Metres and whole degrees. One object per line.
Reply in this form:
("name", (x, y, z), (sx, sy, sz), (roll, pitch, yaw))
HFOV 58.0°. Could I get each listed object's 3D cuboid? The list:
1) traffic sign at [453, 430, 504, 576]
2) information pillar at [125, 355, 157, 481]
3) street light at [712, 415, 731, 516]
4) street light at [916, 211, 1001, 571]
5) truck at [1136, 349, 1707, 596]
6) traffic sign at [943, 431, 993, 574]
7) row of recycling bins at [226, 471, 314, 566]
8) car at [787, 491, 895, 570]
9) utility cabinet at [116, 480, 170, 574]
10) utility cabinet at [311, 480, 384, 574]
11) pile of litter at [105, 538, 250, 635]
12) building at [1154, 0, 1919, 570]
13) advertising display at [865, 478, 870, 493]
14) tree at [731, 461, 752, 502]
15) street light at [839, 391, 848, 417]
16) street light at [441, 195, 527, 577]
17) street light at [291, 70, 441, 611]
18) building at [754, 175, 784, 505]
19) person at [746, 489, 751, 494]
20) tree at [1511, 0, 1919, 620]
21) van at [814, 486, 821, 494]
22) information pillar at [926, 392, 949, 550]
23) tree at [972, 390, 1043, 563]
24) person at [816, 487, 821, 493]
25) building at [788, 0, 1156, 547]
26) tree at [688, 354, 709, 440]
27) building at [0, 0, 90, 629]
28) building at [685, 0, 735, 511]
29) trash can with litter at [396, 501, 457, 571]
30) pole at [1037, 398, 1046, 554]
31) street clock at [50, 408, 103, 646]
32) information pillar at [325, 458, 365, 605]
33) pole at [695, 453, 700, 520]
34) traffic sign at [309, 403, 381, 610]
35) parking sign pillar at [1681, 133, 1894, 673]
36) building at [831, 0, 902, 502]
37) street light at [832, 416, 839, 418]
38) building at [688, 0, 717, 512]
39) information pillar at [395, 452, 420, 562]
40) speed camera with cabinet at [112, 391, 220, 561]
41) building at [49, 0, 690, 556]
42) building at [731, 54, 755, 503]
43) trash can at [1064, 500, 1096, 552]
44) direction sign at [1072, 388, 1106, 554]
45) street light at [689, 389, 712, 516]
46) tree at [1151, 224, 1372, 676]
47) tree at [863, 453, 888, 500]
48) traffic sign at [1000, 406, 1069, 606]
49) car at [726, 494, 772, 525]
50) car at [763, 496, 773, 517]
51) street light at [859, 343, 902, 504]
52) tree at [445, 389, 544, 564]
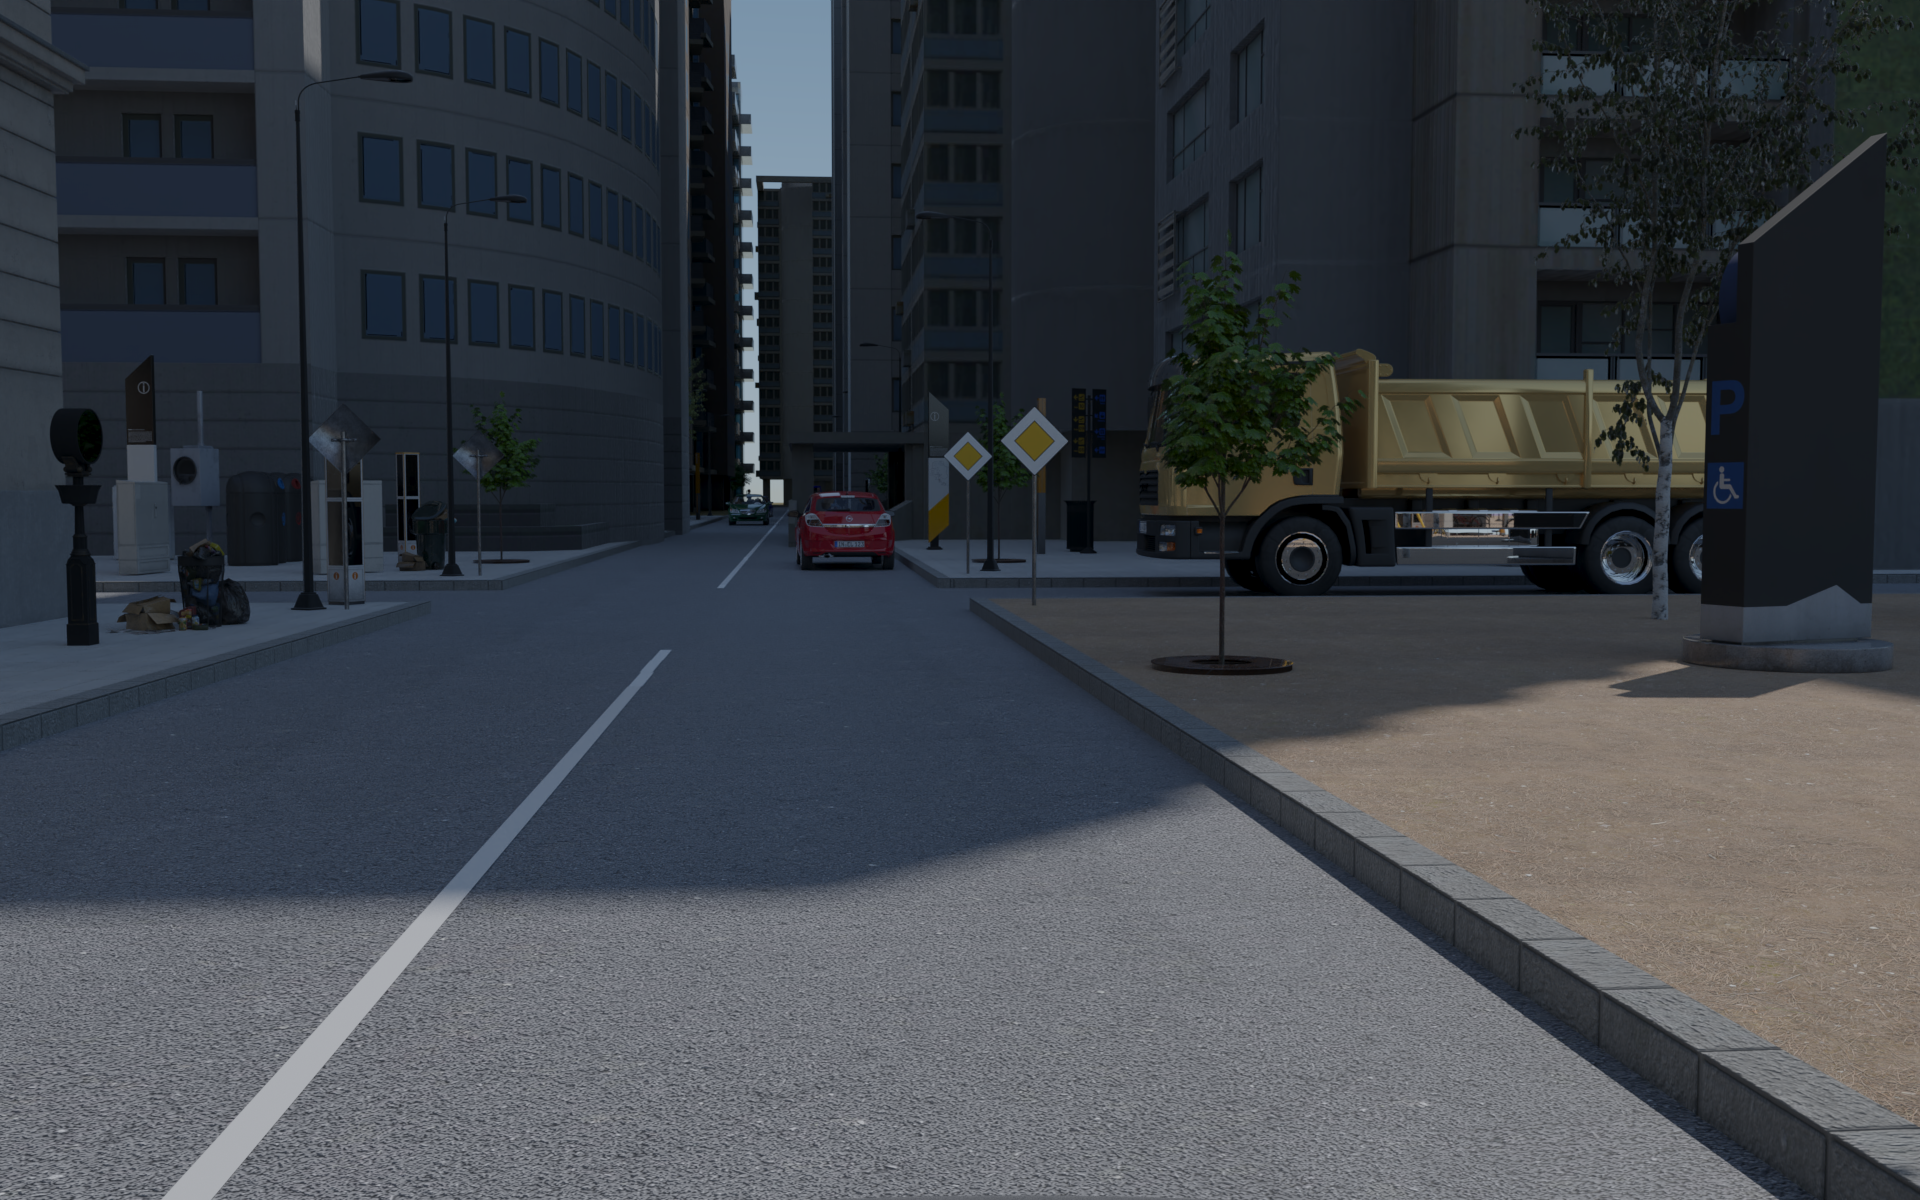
("traffic sign", (-7.539, -1.438, 27.150), (0.795, 2.450, 0.064), (0, 4, -5))
("information pillar", (-13.776, -2.315, 29.202), (0.504, 3.616, 0.183), (0, 4, 4))
("street light", (-14.087, -7.870, 101.208), (1.470, 5.913, 1.316), (0, 4, -5))
("street light", (-0.032, -3.434, 28.681), (1.470, 5.913, 1.316), (0, 4, -5))
("truck", (6.631, -1.752, 24.565), (9.791, 3.379, 3.469), (0, 4, -4))
("traffic sign", (0.126, -1.479, 27.824), (0.795, 2.450, 0.064), (0, 4, -5))
("row of recycling bins", (-12.884, -1.547, 32.412), (1.069, 1.692, 3.534), (0, 4, -6))
("car", (-2.311, -1.537, 34.168), (2.155, 1.783, 4.494), (0, 4, -7))
("utility cabinet", (-13.067, -1.167, 27.752), (0.318, 1.500, 1.173), (0, 4, -1))
("utility cabinet", (-9.900, -1.176, 27.914), (0.318, 1.500, 1.173), (2, 4, 35))
("pile of litter", (-7.554, -0.166, 16.673), (1.176, 0.858, 1.719), (1, 4, 20))
("building", (12.145, -21.473, 34.686), (14.086, 41.232, 14.154), (0, 4, -5))
("advertising display", (-3.635, -3.855, 68.251), (0.123, 1.923, 0.974), (0, 4, 1))
("tree", (-19.972, -10.263, 151.507), (4.285, 4.588, 4.351), (0, 3, 0))
("street light", (-4.578, -6.448, 77.967), (1.470, 5.913, 1.316), (0, 4, -5))
("street light", (-7.414, -3.330, 26.979), (1.470, 5.913, 1.316), (0, 4, -5))
("street light", (-6.691, -2.847, 19.093), (1.470, 5.913, 1.316), (0, 4, -5))
("building", (-11.650, -31.151, 201.196), (23.993, 40.220, 32.217), (0, 4, -5))
("person", (-12.535, -5.774, 103.693), (0.721, 1.735, 1.217), (-1, 4, -14))
("tree", (7.400, -4.111, 17.584), (4.360, 8.622, 3.978), (0, 3, 0))
("van", (-11.510, -7.799, 131.892), (2.240, 2.365, 5.245), (0, 4, -7))
("information pillar", (-0.507, -2.961, 39.770), (0.504, 3.616, 0.183), (-1, 4, -14))
("tree", (0.751, -2.309, 32.360), (1.663, 3.219, 1.824), (0, 3, 0))
("person", (-7.863, -5.340, 95.912), (0.694, 1.812, 0.767), (1, 4, 12))
("building", (10.782, -22.142, 53.911), (32.217, 40.220, 23.993), (0, 4, -5))
("tree", (-12.737, -7.474, 72.555), (4.737, 8.622, 4.395), (0, 3, 0))
("building", (-19.840, -13.639, 10.383), (23.554, 28.519, 14.401), (0, 4, -5))
("building", (-25.110, -29.745, 136.448), (14.600, 45.320, 14.200), (0, 4, -5))
("trash can with litter", (-8.997, -1.086, 29.148), (0.624, 1.170, 1.055), (1, 4, 15))
("pole", (1.730, -2.633, 36.886), (0.158, 3.312, 0.155), (0, 3, 0))
("street clock", (-7.456, -0.618, 14.668), (0.358, 2.002, 0.471), (0, 4, -1))
("information pillar", (-7.131, -0.953, 20.074), (0.304, 2.012, 0.304), (2, 4, 27))
("pole", (-13.005, -5.631, 85.913), (0.158, 3.312, 0.155), (0, 3, 0))
("traffic sign", (-6.816, -0.951, 19.197), (0.795, 2.450, 0.064), (0, 4, -5))
("parking sign pillar", (6.236, -1.499, 12.974), (1.447, 3.967, 1.447), (-1, 4, -22))
("building", (-1.661, -38.071, 164.455), (21.231, 58.520, 28.212), (0, 4, -5))
("street light", (-6.874, -7.955, 102.609), (1.470, 5.913, 1.316), (0, 4, -5))
("building", (-27.796, -28.135, 114.640), (22.147, 44.769, 28.867), (0, 4, -5))
("information pillar", (-9.781, -1.604, 30.721), (0.304, 2.012, 0.304), (-3, 5, -44))
("speed camera with cabinet", (-15.284, -2.383, 33.296), (2.038, 3.252, 0.660), (1, 4, 16))
("building", (-19.285, -30.956, 48.123), (21.231, 58.520, 28.212), (0, 4, -5))
("building", (-38.538, -35.171, 194.650), (30.456, 49.044, 23.786), (0, 4, -5))
("trash can", (2.670, -1.641, 38.476), (0.748, 1.137, 0.748), (0, 3, 0))
("direction sign", (2.775, -2.771, 37.305), (0.876, 3.537, 0.379), (-2, 4, -30))
("street light", (-11.875, -6.362, 76.559), (1.470, 5.913, 1.316), (0, 4, -5))
("tree", (1.864, -1.096, 12.526), (1.663, 3.219, 1.824), (0, 3, 0))
("tree", (-2.933, -4.660, 70.795), (1.663, 3.219, 1.824), (0, 3, 0))
("traffic sign", (0.849, -0.993, 19.871), (0.795, 2.450, 0.064), (0, 4, -5))
("car", (-9.832, -4.222, 80.820), (2.131, 1.459, 4.920), (0, 4, -5))
("car", (-12.574, -5.831, 107.919), (1.945, 1.354, 3.894), (0, 4, -3))
("street light", (-2.384, -4.940, 53.317), (1.470, 5.913, 1.316), (0, 4, -5))
("tree", (-8.473, -2.296, 32.138), (1.663, 3.219, 1.824), (0, 3, 0))
